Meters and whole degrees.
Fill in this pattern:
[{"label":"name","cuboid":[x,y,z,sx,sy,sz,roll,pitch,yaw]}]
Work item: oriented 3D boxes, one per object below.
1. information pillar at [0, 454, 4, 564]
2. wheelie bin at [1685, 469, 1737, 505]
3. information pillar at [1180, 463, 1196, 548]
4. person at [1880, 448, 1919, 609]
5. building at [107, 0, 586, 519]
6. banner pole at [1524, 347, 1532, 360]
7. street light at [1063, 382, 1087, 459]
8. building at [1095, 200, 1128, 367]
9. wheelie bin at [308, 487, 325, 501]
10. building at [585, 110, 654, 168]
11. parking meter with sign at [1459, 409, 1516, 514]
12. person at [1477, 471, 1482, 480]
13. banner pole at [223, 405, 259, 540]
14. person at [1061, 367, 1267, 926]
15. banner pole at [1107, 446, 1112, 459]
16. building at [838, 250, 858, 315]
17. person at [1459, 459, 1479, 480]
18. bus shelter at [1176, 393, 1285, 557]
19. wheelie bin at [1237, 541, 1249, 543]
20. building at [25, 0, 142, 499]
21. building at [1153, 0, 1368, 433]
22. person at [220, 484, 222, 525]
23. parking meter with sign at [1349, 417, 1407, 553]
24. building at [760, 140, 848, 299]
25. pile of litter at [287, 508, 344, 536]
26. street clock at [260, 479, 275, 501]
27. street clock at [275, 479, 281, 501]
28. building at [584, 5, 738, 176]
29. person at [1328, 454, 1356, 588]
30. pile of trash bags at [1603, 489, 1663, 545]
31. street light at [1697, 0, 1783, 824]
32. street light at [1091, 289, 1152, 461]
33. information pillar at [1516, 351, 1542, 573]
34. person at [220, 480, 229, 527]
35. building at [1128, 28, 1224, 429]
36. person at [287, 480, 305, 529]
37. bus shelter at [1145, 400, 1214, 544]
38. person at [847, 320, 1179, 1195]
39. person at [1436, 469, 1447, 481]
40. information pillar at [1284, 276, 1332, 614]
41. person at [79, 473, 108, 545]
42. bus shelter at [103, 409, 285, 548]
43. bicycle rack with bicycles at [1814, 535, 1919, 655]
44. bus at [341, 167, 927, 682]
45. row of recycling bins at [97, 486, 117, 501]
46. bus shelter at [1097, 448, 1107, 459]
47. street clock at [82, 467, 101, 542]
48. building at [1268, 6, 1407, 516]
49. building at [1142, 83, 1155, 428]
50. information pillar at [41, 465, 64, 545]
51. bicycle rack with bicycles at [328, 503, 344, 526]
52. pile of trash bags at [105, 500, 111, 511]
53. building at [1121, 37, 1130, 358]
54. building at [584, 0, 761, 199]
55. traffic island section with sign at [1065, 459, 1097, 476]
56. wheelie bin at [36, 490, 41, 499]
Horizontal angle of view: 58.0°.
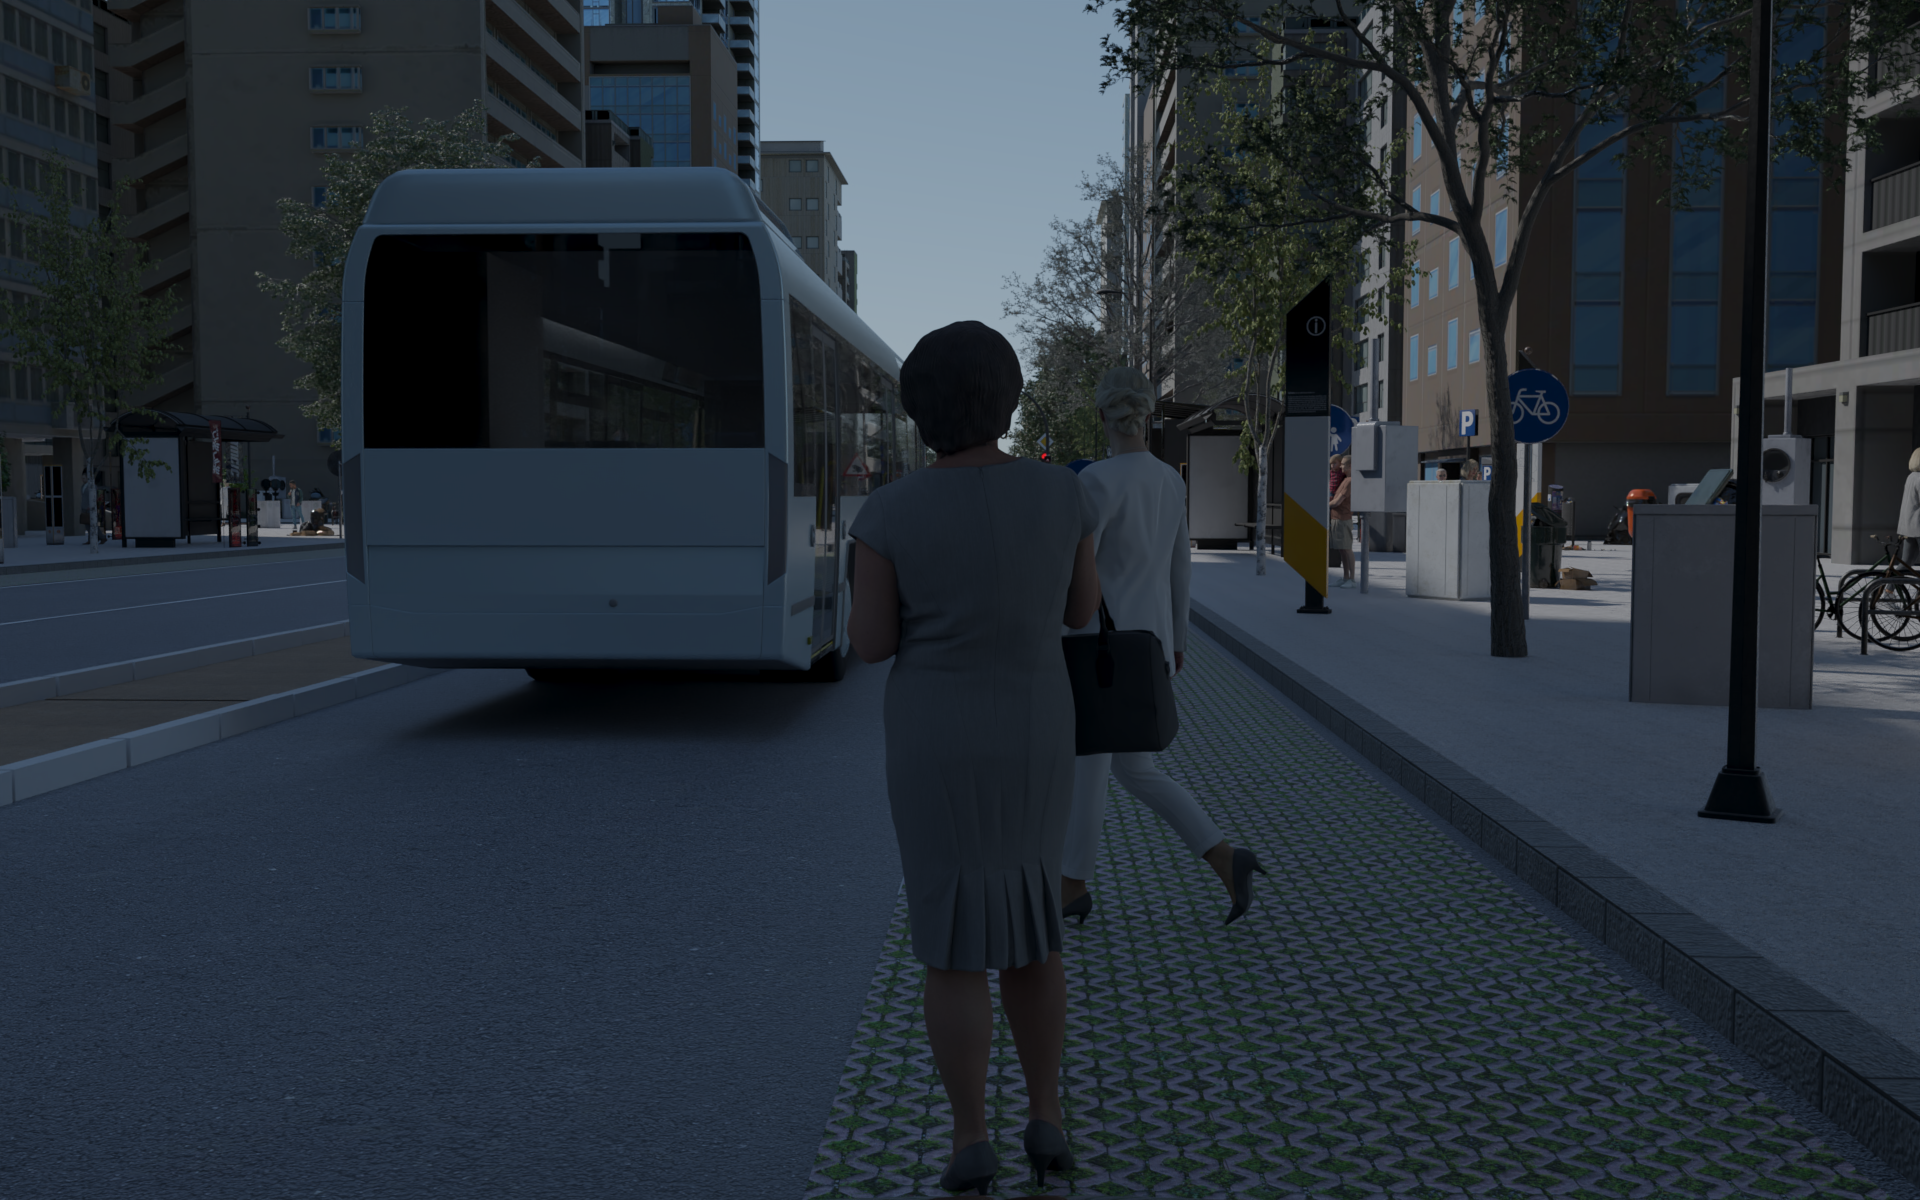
[{"label":"information pillar","cuboid":[-17.756,-1.663,31.690,0.304,2.012,0.304,1,4,13]},{"label":"wheelie bin","cuboid":[9.605,-0.859,21.953,0.693,1.594,0.980,0,4,-1]},{"label":"information pillar","cuboid":[5.451,-2.255,41.357,0.304,2.012,0.304,2,4,29]},{"label":"person","cuboid":[10.587,-0.792,19.183,0.728,1.800,0.709,1,4,13]},{"label":"building","cuboid":[-34.716,-29.090,99.318,21.300,48.544,21.600,0,4,2]},{"label":"banner pole","cuboid":[9.698,-2.432,29.777,0.401,3.779,0.863,1,4,9]},{"label":"street light","cuboid":[5.092,-6.063,71.674,1.470,5.913,1.316,0,4,2]},{"label":"building","cuboid":[38.187,-43.405,298.910,28.713,52.752,27.495,0,4,2]},{"label":"wheelie bin","cuboid":[-30.856,-4.600,83.111,0.693,1.594,0.980,-3,4,-37]},{"label":"building","cuboid":[-31.415,-21.959,130.735,14.160,30.474,14.107,0,4,2]},{"label":"parking meter with sign","cuboid":[11.287,-2.436,36.081,1.738,3.016,0.543,-1,4,-18]},{"label":"person","cuboid":[12.747,-2.249,42.732,0.656,1.842,0.836,-3,5,-42]},{"label":"banner pole","cuboid":[-20.227,-3.590,48.720,0.863,3.779,0.401,-2,4,-35]},{"label":"person","cuboid":[0.580,0.168,5.624,0.818,1.842,0.514,1,4,21]},{"label":"banner pole","cuboid":[7.004,-5.444,79.033,0.863,3.779,0.401,-2,4,-30]},{"label":"building","cuboid":[-24.324,-36.641,282.672,14.154,41.232,14.086,0,4,2]},{"label":"person","cuboid":[7.697,-1.211,26.023,0.709,1.800,0.728,-1,4,-16]},{"label":"bus shelter","cuboid":[5.923,-2.661,37.438,2.014,3.302,5.546,0,4,2]},{"label":"wheelie bin","cuboid":[7.490,-2.326,45.936,0.693,1.594,0.980,1,4,13]},{"label":"building","cuboid":[-55.196,-19.879,96.718,14.107,30.474,14.160,0,4,2]},{"label":"building","cuboid":[26.509,-31.215,134.062,21.300,48.544,21.600,0,4,2]},{"label":"person","cuboid":[-29.948,-3.907,70.097,0.537,1.800,0.526,-3,5,-41]},{"label":"parking meter with sign","cuboid":[9.300,-2.577,38.390,0.543,3.016,1.738,-3,4,-39]},{"label":"building","cuboid":[-32.276,-41.139,261.860,28.713,52.752,27.495,0,4,2]},{"label":"pile of litter","cuboid":[-19.745,-2.397,53.148,1.719,0.858,1.176,1,4,11]},{"label":"street clock","cuboid":[-32.937,-4.750,82.228,0.471,2.002,0.358,-2,4,-33]},{"label":"street clock","cuboid":[-32.793,-4.796,82.987,0.471,2.002,0.358,-3,5,-42]},{"label":"building","cuboid":[-28.973,-31.419,163.814,14.600,45.320,14.200,0,4,2]},{"label":"person","cuboid":[5.246,-1.085,23.764,0.580,1.828,0.573,3,5,43]},{"label":"pile of trash bags","cuboid":[18.116,-2.101,44.109,3.447,1.369,1.912,-2,4,-34]},{"label":"street light","cuboid":[2.575,-2.093,6.764,1.470,5.913,1.316,0,4,2]},{"label":"street light","cuboid":[3.785,-4.091,39.427,1.470,5.913,1.316,0,4,2]},{"label":"information pillar","cuboid":[9.263,-2.255,28.220,0.183,3.616,0.504,-2,4,-26]},{"label":"person","cuboid":[-28.552,-3.771,67.577,0.818,1.842,0.514,1,4,14]},{"label":"building","cuboid":[30.623,-40.616,206.071,21.231,58.520,28.212,0,4,2]},{"label":"person","cuboid":[-24.253,-3.477,63.244,0.623,1.781,0.721,0,4,5]},{"label":"bus shelter","cuboid":[5.613,-3.343,45.946,1.731,3.624,6.357,0,4,2]},{"label":"person","cuboid":[0.102,0.321,3.612,0.716,1.782,0.532,-1,4,-14]},{"label":"person","cuboid":[9.209,-1.645,33.432,0.782,1.767,0.515,-1,4,-21]},{"label":"information pillar","cuboid":[3.738,-1.664,18.562,0.504,3.616,0.183,2,4,25]},{"label":"person","cuboid":[-22.125,-2.312,43.973,0.709,1.813,0.853,2,4,24]},{"label":"bus shelter","cuboid":[-19.208,-3.051,43.804,2.014,3.302,5.546,0,4,2]},{"label":"bicycle rack with bicycles","cuboid":[8.250,-0.067,14.477,2.925,0.926,2.852,1,4,22]},{"label":"bus","cuboid":[-1.952,-1.318,16.415,2.948,3.499,13.247,0,4,3]},{"label":"row of recycling bins","cuboid":[-69.541,-8.219,141.496,3.534,1.692,1.069,2,4,34]},{"label":"bus shelter","cuboid":[8.189,-6.117,91.302,1.731,3.624,6.357,0,4,2]},{"label":"street clock","cuboid":[-23.228,-2.556,46.367,0.471,2.002,0.358,2,4,26]},{"label":"building","cuboid":[26.236,-20.618,108.799,14.160,30.474,14.107,0,4,2]},{"label":"building","cuboid":[26.937,-32.741,185.433,14.600,45.320,14.200,0,4,2]},{"label":"information pillar","cuboid":[-22.838,-2.396,43.664,0.304,2.012,0.304,2,4,28]},{"label":"bicycle rack with bicycles","cuboid":[-24.914,-3.546,71.367,2.852,0.926,2.925,0,4,-5]},{"label":"pile of trash bags","cuboid":[-63.122,-7.401,130.753,3.447,1.369,1.912,-2,4,-31]},{"label":"building","cuboid":[34.011,-58.480,268.826,22.319,86.520,31.000,0,4,2]},{"label":"building","cuboid":[-32.404,-53.370,185.263,22.319,86.520,31.000,0,4,2]},{"label":"traffic island section with sign","cuboid":[1.320,-0.711,20.247,1.989,1.847,2.006,0,4,2]},{"label":"wheelie bin","cuboid":[-43.755,-4.578,82.754,0.693,1.594,0.980,-2,4,-31]}]
